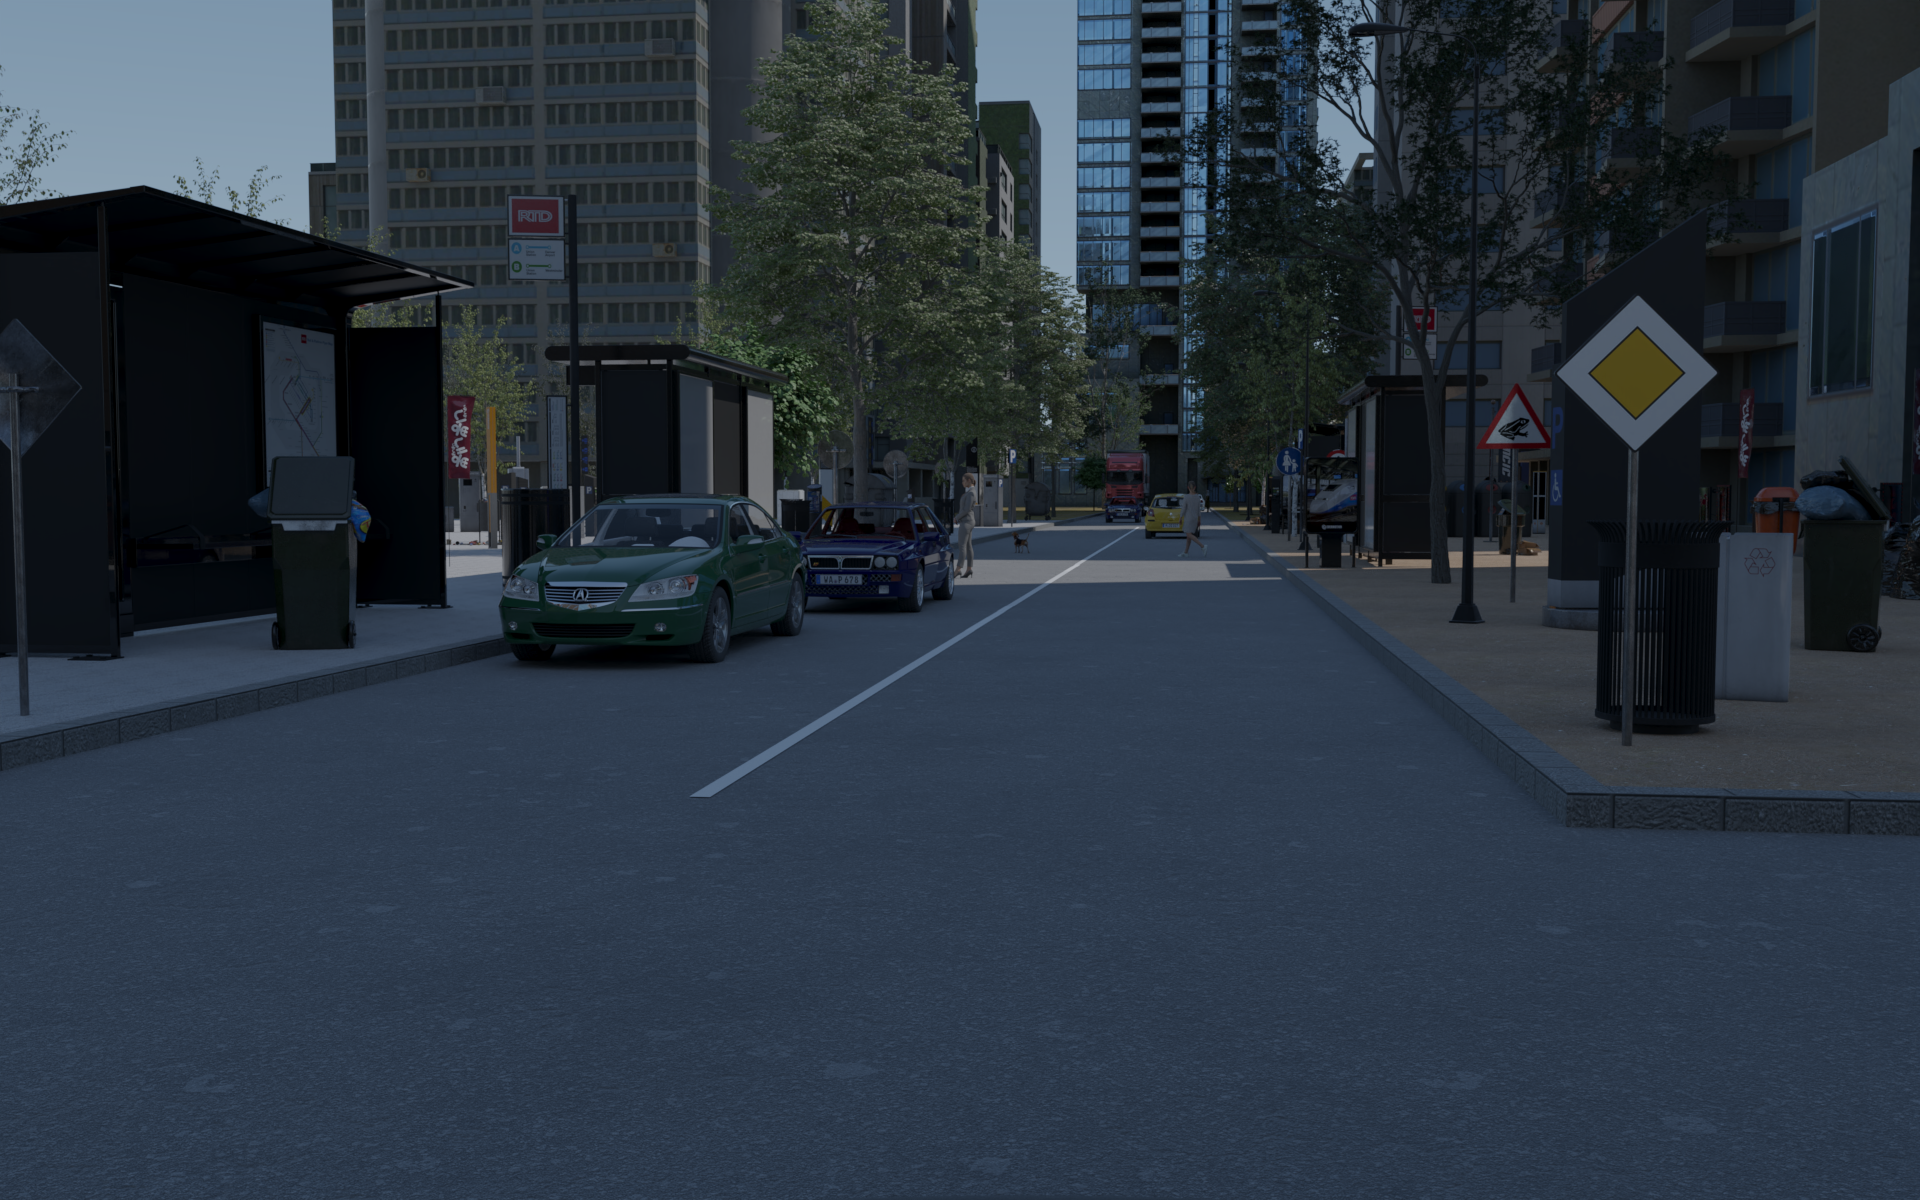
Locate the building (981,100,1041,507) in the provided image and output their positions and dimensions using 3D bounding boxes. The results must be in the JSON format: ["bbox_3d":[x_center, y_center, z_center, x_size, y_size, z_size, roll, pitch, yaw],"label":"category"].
[{"bbox_3d":[1.173,-30.622,184.263,14.086,41.232,14.154,0,4,8],"label":"building"}]

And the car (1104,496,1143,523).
[{"bbox_3d":[8.262,-4.576,87.400,1.945,1.354,3.894,0,4,8],"label":"car"}]

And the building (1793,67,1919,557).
[{"bbox_3d":[29.727,-43.334,21.177,31.000,86.520,22.319,0,4,8],"label":"building"}]

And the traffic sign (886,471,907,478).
[{"bbox_3d":[-2.073,-3.421,56.033,0.768,2.556,0.104,1,4,11],"label":"traffic sign"}]

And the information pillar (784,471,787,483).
[{"bbox_3d":[-8.495,-5.686,84.321,0.183,3.616,0.504,-1,4,-13],"label":"information pillar"}]

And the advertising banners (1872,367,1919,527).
[{"bbox_3d":[12.740,-1.684,23.714,2.074,3.025,0.090,-2,4,-31],"label":"advertising banners"}]

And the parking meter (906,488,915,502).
[{"bbox_3d":[-2.144,-4.077,75.064,0.372,1.533,0.369,0,3,0],"label":"parking meter"}]

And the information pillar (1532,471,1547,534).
[{"bbox_3d":[18.631,-3.131,55.688,0.304,2.012,0.304,-1,4,-13],"label":"information pillar"}]

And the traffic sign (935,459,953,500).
[{"bbox_3d":[-0.555,-3.841,62.904,0.768,2.556,0.104,1,4,13],"label":"traffic sign"}]

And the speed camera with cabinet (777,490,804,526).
[{"bbox_3d":[-7.412,-4.673,70.740,2.038,3.252,0.660,1,4,15],"label":"speed camera with cabinet"}]

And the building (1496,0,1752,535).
[{"bbox_3d":[32.642,-24.823,60.478,22.147,44.769,28.867,0,4,8],"label":"building"}]

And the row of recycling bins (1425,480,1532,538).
[{"bbox_3d":[15.240,-2.712,51.449,3.534,1.692,1.069,-1,4,-11],"label":"row of recycling bins"}]

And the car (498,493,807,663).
[{"bbox_3d":[-2.720,-0.274,16.286,2.131,1.459,4.920,0,4,8],"label":"car"}]

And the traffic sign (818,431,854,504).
[{"bbox_3d":[-2.501,-2.120,34.766,0.768,2.556,0.104,1,4,13],"label":"traffic sign"}]

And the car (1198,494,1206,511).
[{"bbox_3d":[19.799,-8.223,146.452,2.014,1.417,4.499,0,4,8],"label":"car"}]

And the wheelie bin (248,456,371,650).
[{"bbox_3d":[-5.410,-0.401,14.459,0.980,1.594,0.693,-1,4,-12],"label":"wheelie bin"}]

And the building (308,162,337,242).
[{"bbox_3d":[-47.332,-23.312,152.852,14.107,30.474,14.160,0,4,8],"label":"building"}]

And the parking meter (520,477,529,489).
[{"bbox_3d":[-14.651,-3.200,58.025,0.399,1.863,0.255,-2,4,-32],"label":"parking meter"}]

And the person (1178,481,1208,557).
[{"bbox_3d":[5.286,-1.834,39.236,0.760,1.731,0.466,2,4,29],"label":"person"}]

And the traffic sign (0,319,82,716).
[{"bbox_3d":[-5.415,-0.387,9.969,0.795,2.450,0.064,0,4,8],"label":"traffic sign"}]

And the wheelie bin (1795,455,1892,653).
[{"bbox_3d":[7.273,-0.390,14.283,0.693,1.594,0.980,2,4,30],"label":"wheelie bin"}]

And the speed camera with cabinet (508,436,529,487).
[{"bbox_3d":[-14.504,-3.995,59.656,2.038,3.252,0.660,-1,4,-19],"label":"speed camera with cabinet"}]

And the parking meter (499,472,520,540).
[{"bbox_3d":[-12.173,-2.503,46.630,0.399,1.863,0.255,1,4,20],"label":"parking meter"}]

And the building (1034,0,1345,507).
[{"bbox_3d":[24.396,-53.229,182.971,31.000,86.520,22.319,0,4,8],"label":"building"}]

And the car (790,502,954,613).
[{"bbox_3d":[-1.142,-0.593,22.272,1.945,1.354,3.894,1,4,8],"label":"car"}]

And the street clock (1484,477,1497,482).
[{"bbox_3d":[21.871,-4.094,71.503,0.471,2.002,0.358,2,4,31],"label":"street clock"}]

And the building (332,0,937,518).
[{"bbox_3d":[-18.059,-24.907,99.105,32.217,40.220,23.993,0,4,8],"label":"building"}]

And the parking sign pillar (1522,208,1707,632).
[{"bbox_3d":[6.391,-1.723,16.640,1.447,3.967,1.447,0,4,1],"label":"parking sign pillar"}]

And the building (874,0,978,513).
[{"bbox_3d":[-6.621,-26.507,116.978,14.154,41.232,14.086,0,4,8],"label":"building"}]

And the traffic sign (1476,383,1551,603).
[{"bbox_3d":[6.536,-1.248,20.415,0.884,2.594,0.081,1,4,14],"label":"traffic sign"}]

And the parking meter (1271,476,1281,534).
[{"bbox_3d":[10.265,-3.092,56.266,0.255,1.863,0.399,1,4,14],"label":"parking meter"}]

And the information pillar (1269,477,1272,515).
[{"bbox_3d":[13.454,-4.310,74.961,0.304,2.012,0.304,0,4,0],"label":"information pillar"}]

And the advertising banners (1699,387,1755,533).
[{"bbox_3d":[13.021,-2.038,29.515,0.090,3.025,2.074,0,4,0],"label":"advertising banners"}]

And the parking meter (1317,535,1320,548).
[{"bbox_3d":[8.714,-2.170,41.186,0.399,1.863,0.255,2,4,27],"label":"parking meter"}]

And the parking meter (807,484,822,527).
[{"bbox_3d":[-3.596,-2.105,42.822,0.372,1.533,0.369,0,3,0],"label":"parking meter"}]

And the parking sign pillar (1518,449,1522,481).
[{"bbox_3d":[26.143,-5.535,78.976,1.447,3.967,1.447,0,4,4],"label":"parking sign pillar"}]

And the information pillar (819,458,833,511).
[{"bbox_3d":[-4.525,-4.112,58.579,0.504,3.616,0.183,-2,4,-33],"label":"information pillar"}]

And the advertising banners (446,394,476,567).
[{"bbox_3d":[-9.435,-2.079,30.186,2.074,3.025,0.090,-2,4,-33],"label":"advertising banners"}]

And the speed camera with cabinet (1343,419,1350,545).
[{"bbox_3d":[10.223,-3.081,44.714,0.660,3.252,2.038,0,4,8],"label":"speed camera with cabinet"}]

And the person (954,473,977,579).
[{"bbox_3d":[0.019,-1.267,29.491,0.573,1.790,0.520,-1,4,-14],"label":"person"}]

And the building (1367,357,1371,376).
[{"bbox_3d":[40.558,-50.017,130.453,22.319,86.520,31.000,0,4,8],"label":"building"}]

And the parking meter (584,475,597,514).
[{"bbox_3d":[-11.068,-2.838,52.114,0.399,1.863,0.255,2,4,24],"label":"parking meter"}]

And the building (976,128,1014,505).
[{"bbox_3d":[-2.735,-22.939,146.759,14.107,30.474,14.160,0,4,8],"label":"building"}]

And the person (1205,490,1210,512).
[{"bbox_3d":[19.249,-7.703,135.178,0.721,1.736,1.217,1,4,11],"label":"person"}]

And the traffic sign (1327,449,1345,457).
[{"bbox_3d":[10.829,-3.027,49.601,0.768,2.556,0.104,1,4,15],"label":"traffic sign"}]

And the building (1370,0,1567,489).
[{"bbox_3d":[35.207,-34.238,101.783,21.231,58.520,28.212,0,4,8],"label":"building"}]

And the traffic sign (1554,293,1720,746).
[{"bbox_3d":[3.398,-0.314,8.770,0.795,2.450,0.064,0,4,8],"label":"traffic sign"}]

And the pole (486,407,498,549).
[{"bbox_3d":[-10.986,-2.862,40.640,0.158,3.312,0.155,0,3,0],"label":"pole"}]

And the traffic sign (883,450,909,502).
[{"bbox_3d":[-1.861,-3.051,49.986,0.768,2.556,0.104,1,4,15],"label":"traffic sign"}]

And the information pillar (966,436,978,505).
[{"bbox_3d":[0.485,-4.796,69.766,0.504,3.616,0.183,-1,4,-8],"label":"information pillar"}]

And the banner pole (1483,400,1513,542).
[{"bbox_3d":[14.388,-3.430,46.100,0.863,3.779,0.401,0,4,-3],"label":"banner pole"}]

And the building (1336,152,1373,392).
[{"bbox_3d":[53.326,-30.232,186.174,23.993,40.220,32.217,0,4,8],"label":"building"}]

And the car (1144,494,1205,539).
[{"bbox_3d":[6.987,-2.841,56.682,2.015,1.641,3.980,1,4,9],"label":"car"}]

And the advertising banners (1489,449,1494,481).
[{"bbox_3d":[16.800,-3.630,55.540,0.090,3.025,2.074,3,4,36],"label":"advertising banners"}]

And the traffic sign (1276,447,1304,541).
[{"bbox_3d":[8.987,-2.881,47.204,0.768,2.556,0.104,0,4,8],"label":"traffic sign"}]
